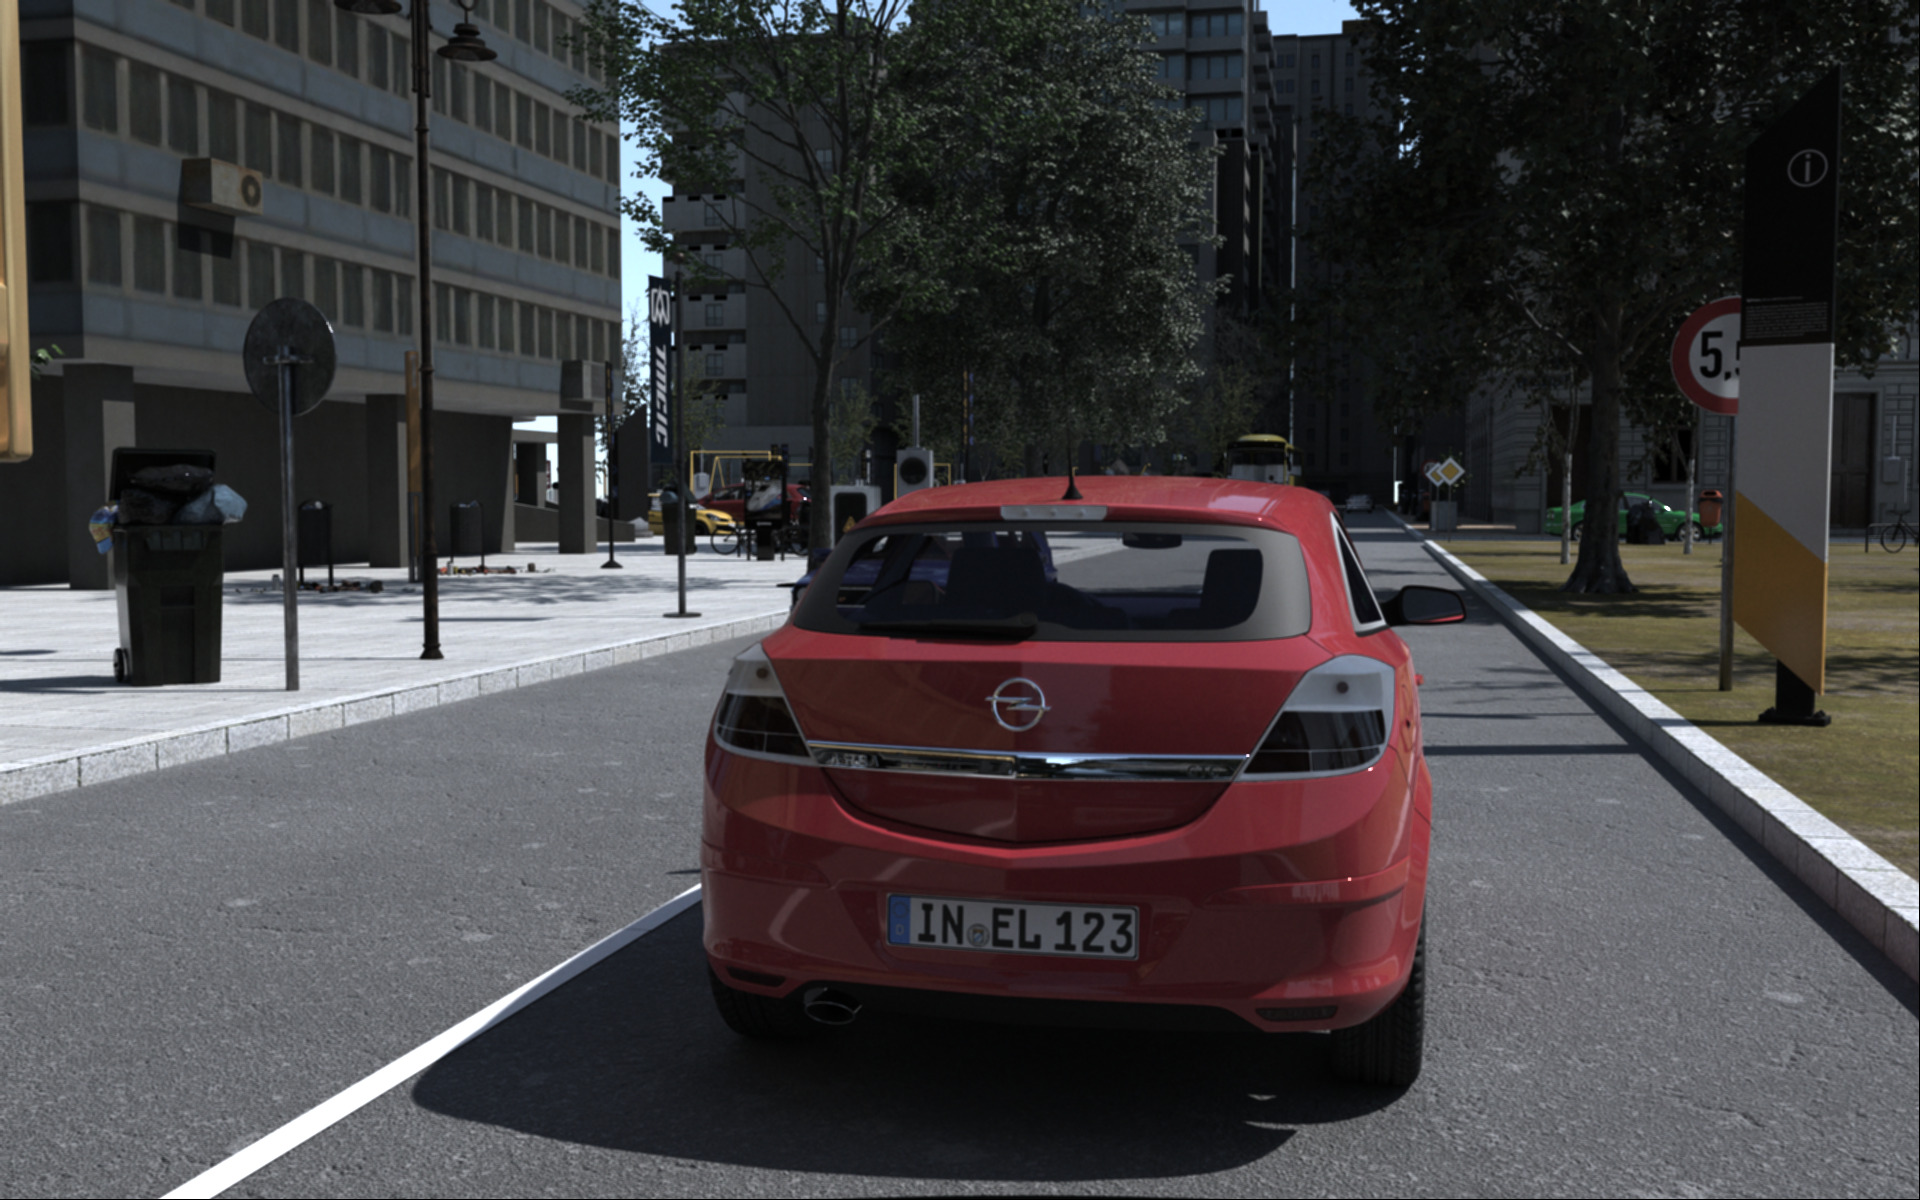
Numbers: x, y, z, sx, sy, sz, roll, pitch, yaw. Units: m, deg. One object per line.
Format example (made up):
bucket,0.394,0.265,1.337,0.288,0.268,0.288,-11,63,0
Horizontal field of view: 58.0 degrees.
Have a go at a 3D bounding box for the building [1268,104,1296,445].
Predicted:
building,30.505,-33.449,197.008,14.200,45.320,14.600,1,4,13

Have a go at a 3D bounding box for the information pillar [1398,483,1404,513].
information pillar,29.459,-6.801,115.681,0.304,2.012,0.304,-1,4,-14

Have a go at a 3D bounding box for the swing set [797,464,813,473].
swing set,-8.611,-5.681,90.507,3.119,2.851,2.862,0,4,-6

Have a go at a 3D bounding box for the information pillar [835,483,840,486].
information pillar,-8.374,-6.981,118.628,0.304,2.012,0.304,0,4,4

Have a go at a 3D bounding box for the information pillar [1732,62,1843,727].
information pillar,4.611,-1.119,9.644,0.504,3.616,0.183,3,4,36

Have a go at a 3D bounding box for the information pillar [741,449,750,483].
information pillar,-11.221,-6.069,90.577,0.504,3.616,0.183,-3,5,-40

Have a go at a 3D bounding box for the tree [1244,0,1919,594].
tree,8.524,-6.445,22.382,9.611,12.733,9.660,0,3,0

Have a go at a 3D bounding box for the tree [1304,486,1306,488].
tree,40.075,-12.882,205.226,1.663,3.219,1.824,0,3,0

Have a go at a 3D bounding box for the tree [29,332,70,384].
tree,-6.406,-0.944,10.032,1.663,3.219,1.824,0,3,0

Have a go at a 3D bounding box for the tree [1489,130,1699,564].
tree,10.889,-4.970,31.625,4.360,8.622,3.978,0,3,0

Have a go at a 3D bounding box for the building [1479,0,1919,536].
building,28.353,-13.519,57.195,21.152,22.565,11.583,1,4,13

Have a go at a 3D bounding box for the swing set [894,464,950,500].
swing set,-2.083,-5.668,90.294,3.119,2.851,2.862,0,4,-1

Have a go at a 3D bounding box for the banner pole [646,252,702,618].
banner pole,-2.986,-1.700,17.809,0.401,3.779,0.863,1,4,20

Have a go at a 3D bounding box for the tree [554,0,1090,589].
tree,-1.797,-5.978,23.497,9.928,11.665,9.643,0,3,0

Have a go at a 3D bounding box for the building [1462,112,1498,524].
building,31.415,-14.818,84.073,13.314,21.916,24.055,1,4,13

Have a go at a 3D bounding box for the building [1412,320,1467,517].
building,36.750,-17.840,110.745,14.314,24.678,30.058,1,4,13

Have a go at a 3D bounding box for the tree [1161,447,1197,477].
tree,8.978,-4.686,71.225,1.663,3.219,1.824,0,3,0

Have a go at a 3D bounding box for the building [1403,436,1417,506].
building,58.447,-53.044,179.933,22.319,86.520,31.000,1,4,13

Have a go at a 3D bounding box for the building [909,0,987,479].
building,8.884,-40.122,197.990,28.212,58.520,21.231,1,4,13

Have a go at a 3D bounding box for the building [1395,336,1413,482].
building,61.237,-32.446,214.089,14.086,41.232,14.154,1,4,13

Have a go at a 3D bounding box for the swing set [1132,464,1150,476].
swing set,9.794,-5.665,90.236,2.862,2.851,3.119,0,4,7

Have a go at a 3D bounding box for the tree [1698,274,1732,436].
tree,15.440,-5.300,37.015,4.360,8.622,3.978,0,3,0

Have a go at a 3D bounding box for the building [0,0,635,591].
building,-20.099,-20.884,33.335,23.993,40.220,32.217,1,4,13

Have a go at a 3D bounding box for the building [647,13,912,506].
building,-19.149,-37.392,200.603,27.495,52.752,28.713,1,4,13

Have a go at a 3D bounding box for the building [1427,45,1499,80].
building,42.710,-27.506,133.322,14.154,41.232,14.086,1,4,13

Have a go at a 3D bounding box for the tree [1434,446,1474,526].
tree,19.671,-4.563,69.201,1.663,3.219,1.824,0,3,0

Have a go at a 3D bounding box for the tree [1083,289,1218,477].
tree,6.916,-6.813,61.760,4.360,8.622,3.978,0,3,0

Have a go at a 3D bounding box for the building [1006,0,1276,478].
building,17.514,-33.104,160.859,23.786,49.044,30.456,1,4,13

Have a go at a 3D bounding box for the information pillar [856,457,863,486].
information pillar,-5.718,-6.558,98.570,0.504,3.616,0.183,3,5,40

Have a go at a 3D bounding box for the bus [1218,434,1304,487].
bus,13.234,-5.094,74.835,2.896,3.916,12.252,1,4,15

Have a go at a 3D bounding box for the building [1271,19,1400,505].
building,41.276,-41.533,221.071,28.212,58.520,21.231,1,4,13

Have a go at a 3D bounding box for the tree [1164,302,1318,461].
tree,17.510,-12.264,110.890,12.009,13.543,11.850,0,3,0

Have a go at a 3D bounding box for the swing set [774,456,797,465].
swing set,-8.858,-4.527,71.644,3.119,2.851,2.862,1,4,16

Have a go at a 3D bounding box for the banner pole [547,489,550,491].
banner pole,-33.061,-9.093,138.691,0.863,3.779,0.401,0,4,5

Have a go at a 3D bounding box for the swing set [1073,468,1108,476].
swing set,8.227,-6.400,102.265,3.119,2.851,2.862,0,4,5

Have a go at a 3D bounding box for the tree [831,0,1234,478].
tree,1.659,-8.203,40.780,9.857,13.997,8.962,0,3,0

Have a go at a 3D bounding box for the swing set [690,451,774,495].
swing set,-8.490,-4.015,63.269,3.119,2.851,2.862,0,4,-5

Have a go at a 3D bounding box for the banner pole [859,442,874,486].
banner pole,-4.281,-5.663,82.614,0.401,3.779,0.863,2,4,29

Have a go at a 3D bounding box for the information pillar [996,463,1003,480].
information pillar,2.917,-8.340,127.714,0.504,3.616,0.183,1,4,23

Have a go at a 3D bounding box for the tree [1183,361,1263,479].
tree,14.523,-8.854,95.128,4.737,8.622,4.395,0,3,0

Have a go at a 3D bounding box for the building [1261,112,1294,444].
building,27.384,-30.461,181.623,14.154,41.232,14.086,1,4,13

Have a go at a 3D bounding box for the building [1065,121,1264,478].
building,16.529,-22.399,137.920,14.160,30.474,14.107,1,4,13

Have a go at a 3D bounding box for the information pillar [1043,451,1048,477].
information pillar,4.624,-6.343,95.056,0.504,3.616,0.183,-3,4,-38
